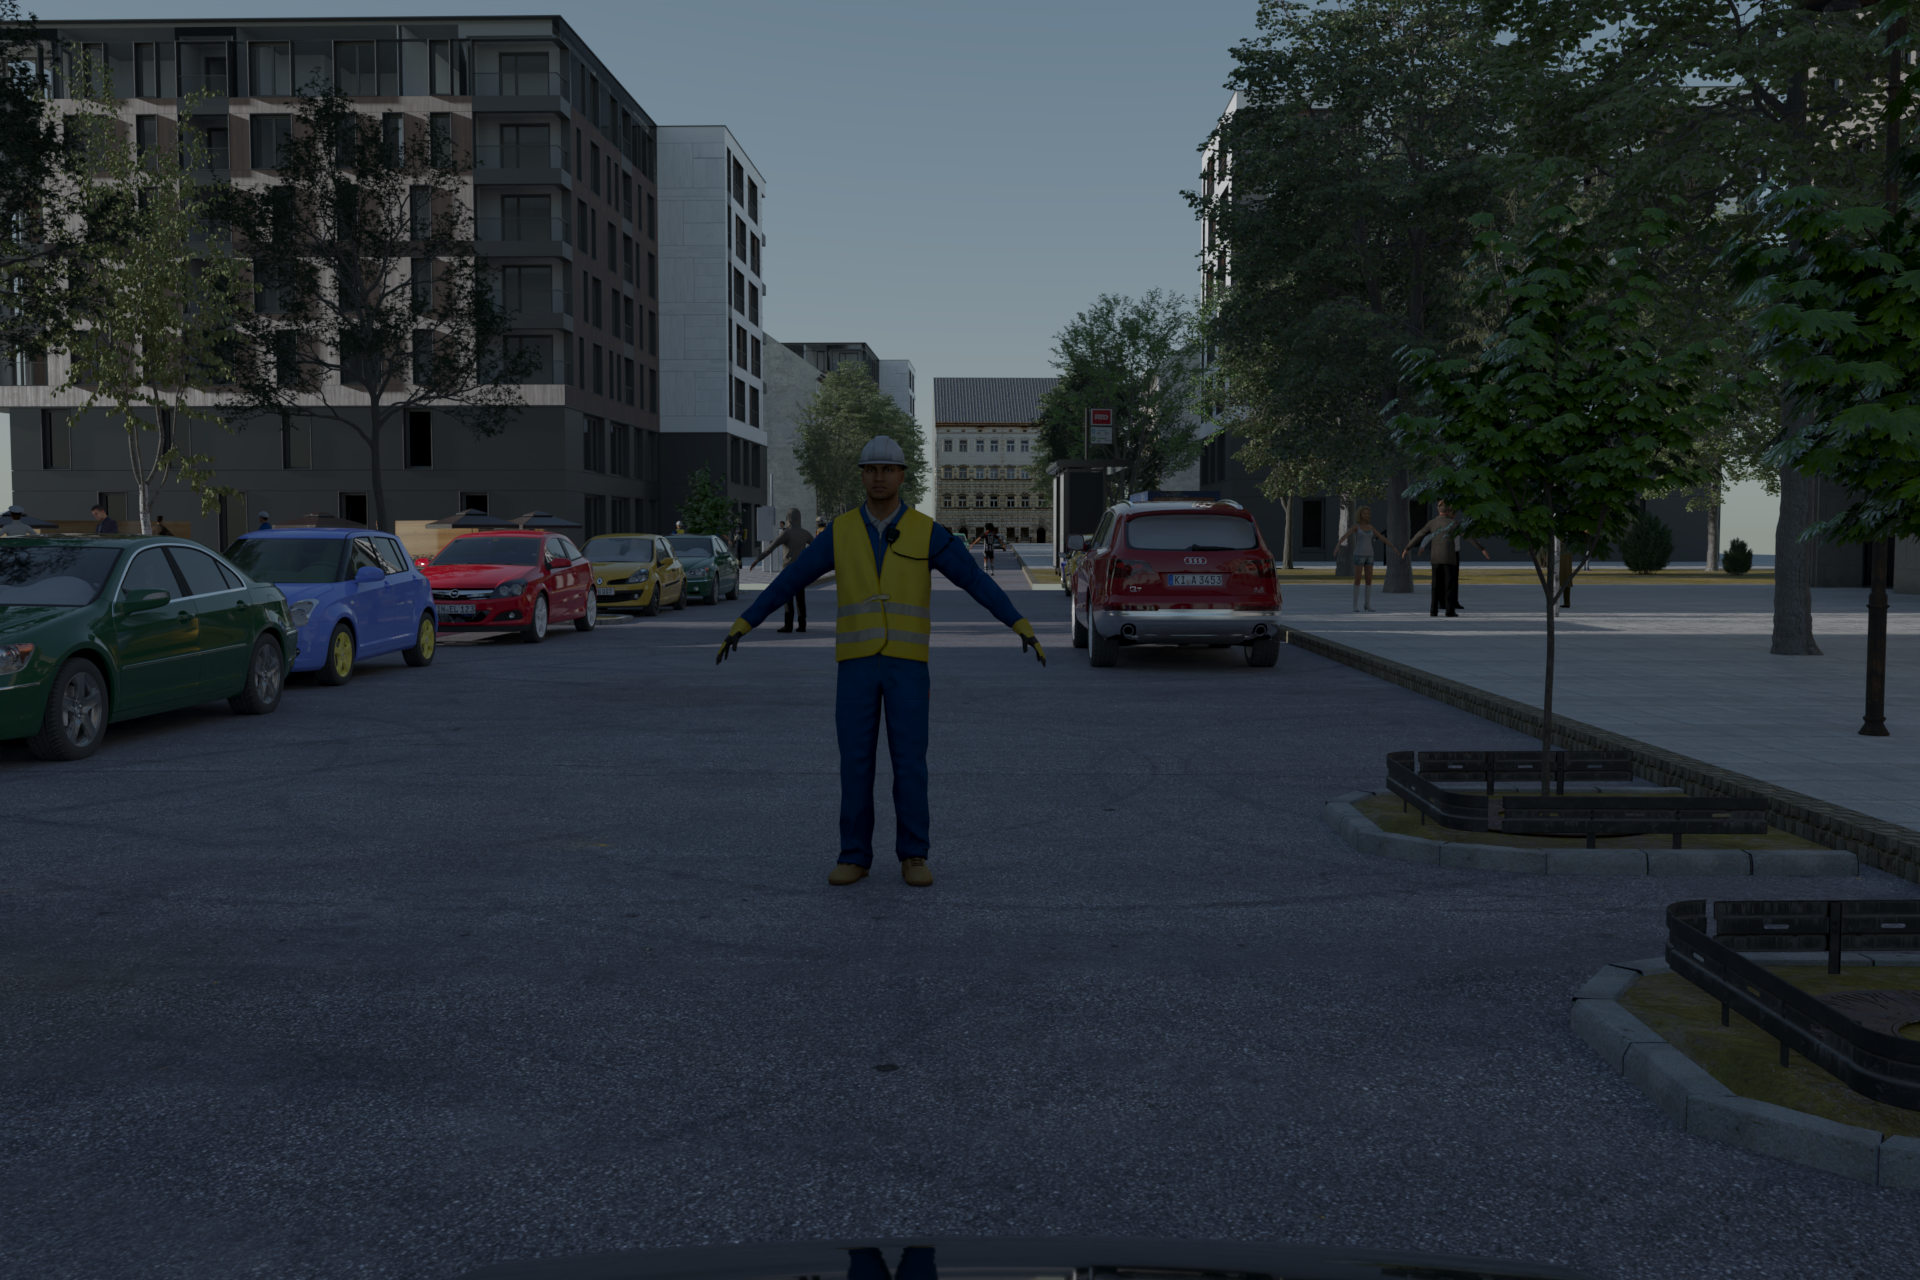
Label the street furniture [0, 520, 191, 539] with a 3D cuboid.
[{"bbox_3d":[-29.853,-3.071,57.057,11.010,1.723,9.812,3,4,36],"label":"street furniture"}]

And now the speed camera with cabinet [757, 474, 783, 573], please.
[{"bbox_3d":[-6.363,-3.891,57.956,0.660,3.252,2.038,0,4,3],"label":"speed camera with cabinet"}]

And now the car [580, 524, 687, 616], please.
[{"bbox_3d":[-6.086,-1.293,31.369,2.015,1.641,3.980,0,4,1],"label":"car"}]

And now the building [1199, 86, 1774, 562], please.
[{"bbox_3d":[27.029,-15.408,95.894,27.936,21.610,32.646,0,4,2],"label":"building"}]

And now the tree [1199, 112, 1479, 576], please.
[{"bbox_3d":[11.828,-8.949,52.972,9.857,13.997,8.962,0,3,0],"label":"tree"}]

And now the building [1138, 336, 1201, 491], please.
[{"bbox_3d":[27.572,-20.569,167.225,19.493,23.208,18.063,0,4,1],"label":"building"}]

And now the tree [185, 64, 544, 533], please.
[{"bbox_3d":[-12.162,-6.176,35.384,7.601,10.594,8.767,-1,4,-17],"label":"tree"}]

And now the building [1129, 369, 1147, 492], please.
[{"bbox_3d":[28.434,-20.000,193.462,16.747,18.905,31.486,0,4,1],"label":"building"}]

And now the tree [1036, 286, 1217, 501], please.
[{"bbox_3d":[7.102,-9.040,73.566,9.928,11.665,9.643,0,3,0],"label":"tree"}]

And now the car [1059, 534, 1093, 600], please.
[{"bbox_3d":[3.240,-1.735,38.583,2.015,1.641,3.980,0,4,0],"label":"car"}]

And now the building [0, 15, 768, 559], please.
[{"bbox_3d":[-25.703,-14.754,85.203,27.936,21.610,32.646,0,4,2],"label":"building"}]

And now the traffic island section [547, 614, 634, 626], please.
[{"bbox_3d":[-6.387,-0.321,28.121,1.991,0.108,1.994,0,4,1],"label":"traffic island section"}]

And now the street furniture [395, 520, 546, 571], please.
[{"bbox_3d":[-17.352,-3.165,58.603,9.812,1.723,11.010,3,5,42],"label":"street furniture"}]

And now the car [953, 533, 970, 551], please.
[{"bbox_3d":[-0.346,-5.815,103.877,1.959,1.807,4.718,0,4,1],"label":"car"}]

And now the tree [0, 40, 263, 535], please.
[{"bbox_3d":[-12.509,-4.644,26.287,4.737,8.622,4.395,0,3,0],"label":"tree"}]

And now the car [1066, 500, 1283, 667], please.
[{"bbox_3d":[2.414,-0.704,20.184,2.281,1.827,5.304,0,4,0],"label":"car"}]

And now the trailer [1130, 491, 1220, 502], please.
[{"bbox_3d":[2.972,-1.086,24.812,1.471,1.999,3.904,0,4,1],"label":"trailer"}]

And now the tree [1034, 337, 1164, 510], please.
[{"bbox_3d":[7.961,-11.139,100.242,7.486,12.596,7.792,0,3,0],"label":"tree"}]

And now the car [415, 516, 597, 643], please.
[{"bbox_3d":[-6.350,-0.922,24.107,2.155,1.783,4.494,0,4,2],"label":"car"}]

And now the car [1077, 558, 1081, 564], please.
[{"bbox_3d":[3.006,-1.167,29.296,2.015,1.641,3.980,0,4,1],"label":"car"}]

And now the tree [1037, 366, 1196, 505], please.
[{"bbox_3d":[8.293,-9.638,91.996,8.767,10.594,7.601,0,4,3],"label":"tree"}]

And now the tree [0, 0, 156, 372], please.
[{"bbox_3d":[-12.510,-5.133,18.329,7.601,10.594,8.767,-2,4,-33],"label":"tree"}]

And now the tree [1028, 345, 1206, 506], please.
[{"bbox_3d":[7.482,-9.074,82.779,8.767,10.594,7.601,0,4,2],"label":"tree"}]

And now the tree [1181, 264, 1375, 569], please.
[{"bbox_3d":[11.902,-8.388,62.906,9.928,11.665,9.643,0,3,0],"label":"tree"}]

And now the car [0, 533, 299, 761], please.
[{"bbox_3d":[-6.440,-0.040,12.458,2.131,1.459,4.920,0,4,1],"label":"car"}]

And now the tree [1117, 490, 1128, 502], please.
[{"bbox_3d":[23.874,-18.428,235.704,7.601,10.594,8.767,0,4,-2],"label":"tree"}]

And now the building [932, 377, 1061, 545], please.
[{"bbox_3d":[5.339,-24.957,241.434,18.063,23.208,19.493,0,4,-2],"label":"building"}]

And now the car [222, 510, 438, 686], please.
[{"bbox_3d":[-6.623,-0.483,17.481,1.945,1.707,3.694,0,4,2],"label":"car"}]

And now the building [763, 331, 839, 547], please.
[{"bbox_3d":[-22.332,-20.821,171.357,19.493,23.208,18.063,0,4,2],"label":"building"}]

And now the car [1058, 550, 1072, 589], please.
[{"bbox_3d":[3.528,-1.952,44.492,1.945,1.354,3.894,0,4,0],"label":"car"}]

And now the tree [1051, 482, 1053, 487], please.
[{"bbox_3d":[9.523,-11.907,145.048,4.360,8.622,3.978,0,3,0],"label":"tree"}]

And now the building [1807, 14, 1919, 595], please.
[{"bbox_3d":[29.199,-13.499,22.865,24.374,26.755,37.873,0,4,2],"label":"building"}]

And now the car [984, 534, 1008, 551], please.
[{"bbox_3d":[2.973,-8.207,143.973,2.009,1.686,4.222,0,4,0],"label":"car"}]

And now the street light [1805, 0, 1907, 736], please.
[{"bbox_3d":[5.840,-2.330,10.889,0.468,5.910,1.993,0,4,2],"label":"street light"}]

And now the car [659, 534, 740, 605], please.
[{"bbox_3d":[-5.780,-1.504,36.381,2.131,1.459,4.920,0,4,1],"label":"car"}]

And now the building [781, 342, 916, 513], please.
[{"bbox_3d":[-20.022,-21.847,201.176,27.936,21.610,32.646,0,4,2],"label":"building"}]

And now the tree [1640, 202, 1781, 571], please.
[{"bbox_3d":[26.498,-8.667,59.830,7.486,12.596,7.792,0,3,0],"label":"tree"}]
